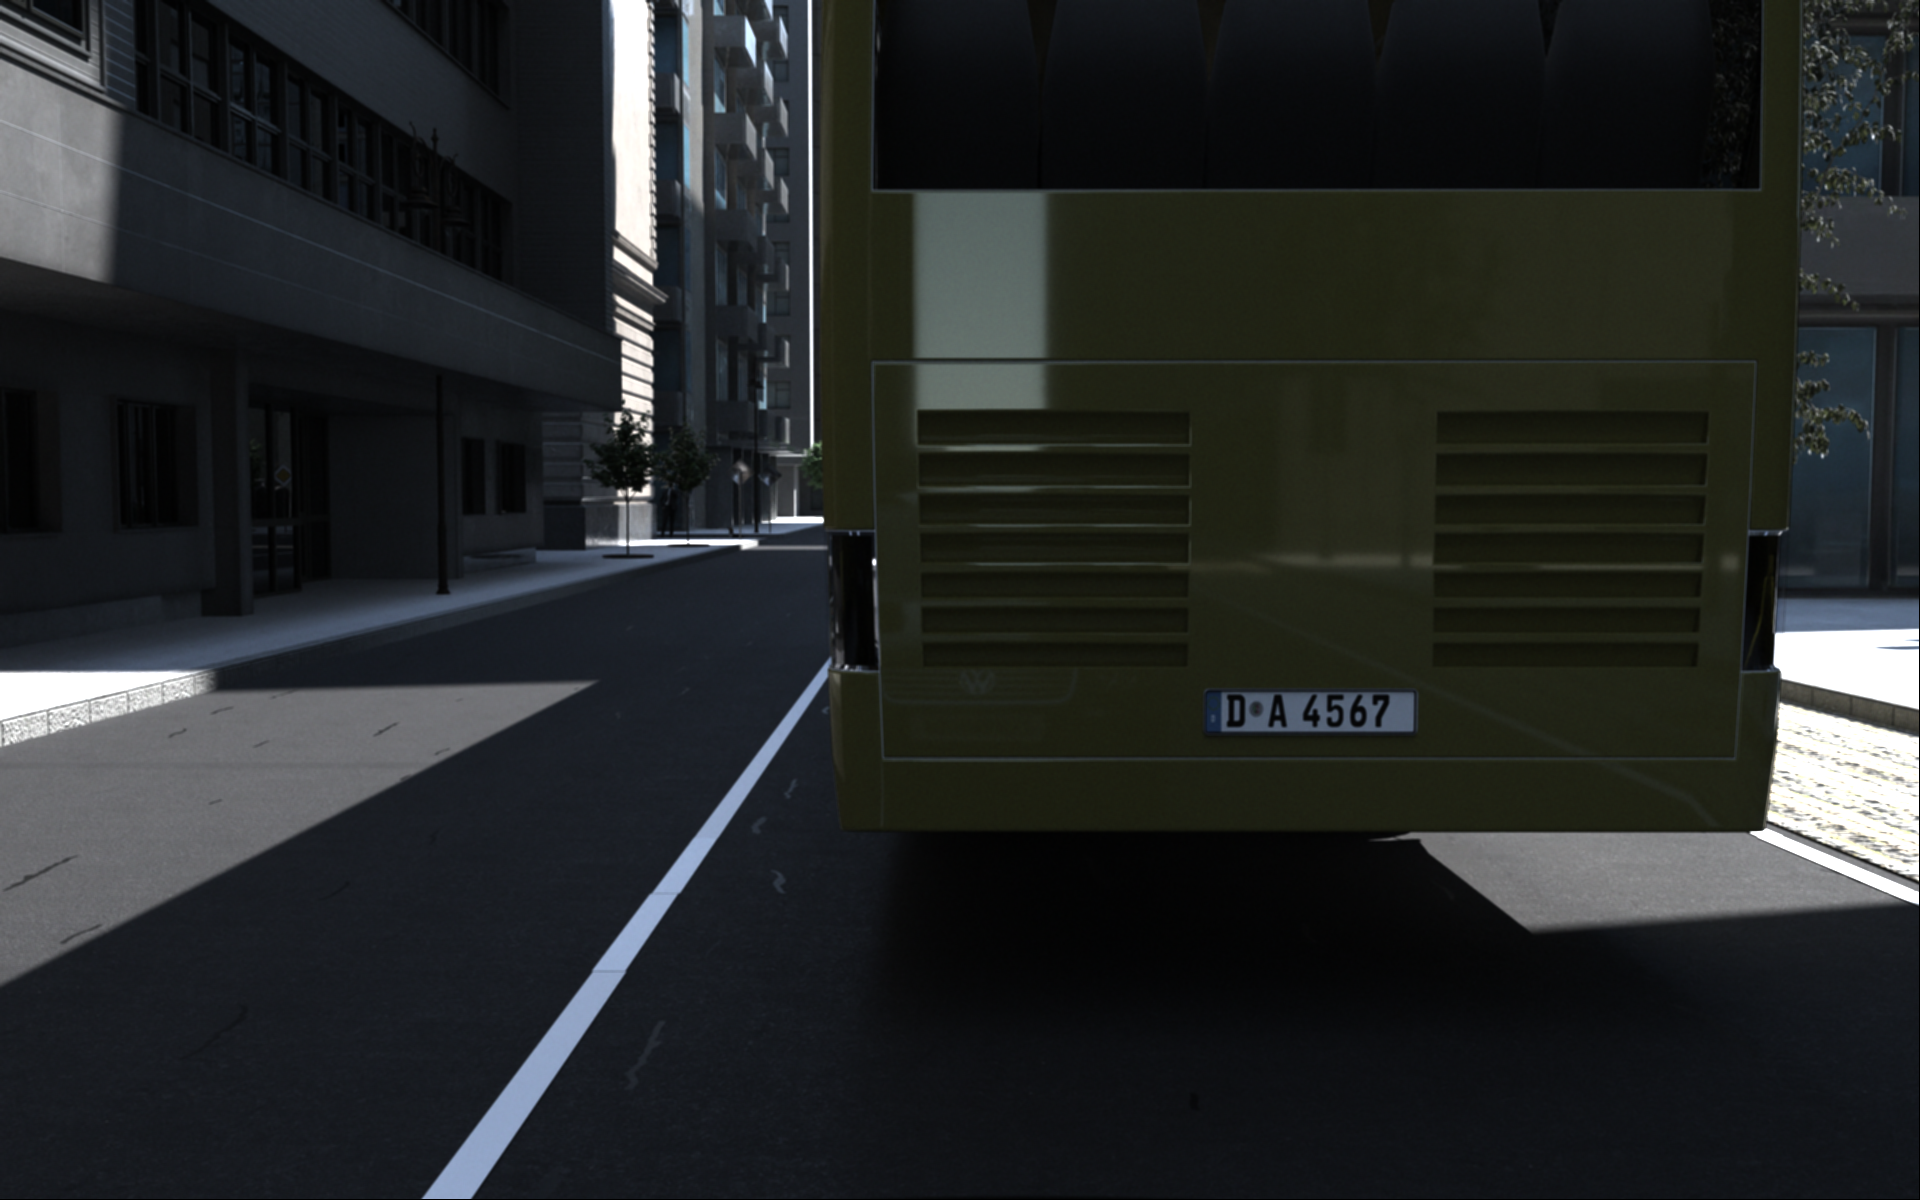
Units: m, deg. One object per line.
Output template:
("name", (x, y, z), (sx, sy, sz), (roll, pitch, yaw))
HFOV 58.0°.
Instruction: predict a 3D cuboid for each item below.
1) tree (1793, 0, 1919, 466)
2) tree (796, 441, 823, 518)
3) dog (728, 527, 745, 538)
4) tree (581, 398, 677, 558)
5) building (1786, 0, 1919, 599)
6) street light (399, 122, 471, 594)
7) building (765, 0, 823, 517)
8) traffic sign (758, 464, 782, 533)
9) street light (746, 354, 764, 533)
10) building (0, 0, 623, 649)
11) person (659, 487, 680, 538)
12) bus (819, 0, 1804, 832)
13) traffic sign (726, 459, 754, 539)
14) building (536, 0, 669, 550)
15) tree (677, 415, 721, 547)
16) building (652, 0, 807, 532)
("tree", (6.884, -3.994, 15.660), (4.360, 8.622, 3.978), (0, 3, 0))
("tree", (-7.113, -6.651, 92.460), (4.285, 4.588, 4.351), (0, 3, 0))
("dog", (-7.073, -2.115, 54.771), (0.748, 0.427, 0.550), (1, 4, 15))
("tree", (-6.762, -2.472, 35.014), (1.663, 3.219, 1.824), (0, 3, 0))
("building", (17.771, -25.264, 32.672), (23.786, 49.044, 30.456), (0, 4, 0))
("street light", (-6.628, -3.012, 22.033), (0.468, 5.910, 1.993), (0, 4, 0))
("building", (-12.373, -25.516, 100.779), (14.154, 41.232, 14.086), (0, 4, 0))
("traffic sign", (-6.243, -3.257, 56.894), (0.795, 2.450, 0.064), (0, 4, 0))
("street light", (-6.734, -5.159, 57.130), (0.468, 5.910, 1.993), (0, 4, 0))
("building", (-13.276, -12.111, 17.084), (14.314, 24.678, 30.058), (0, 4, 0))
("person", (-8.978, -2.798, 53.614), (0.648, 1.900, 0.474), (-1, 4, -15))
("bus", (0.915, -1.158, 10.485), (2.896, 3.916, 12.252), (0, 4, 0))
("traffic sign", (-6.208, -2.769, 48.909), (0.795, 2.450, 0.064), (0, 4, 0))
("building", (-17.790, -13.125, 43.475), (19.941, 23.489, 11.050), (0, 4, 0))
("tree", (-6.802, -2.922, 42.374), (1.663, 3.219, 1.824), (0, 3, 0))
("building", (-18.910, -27.565, 70.298), (23.786, 49.044, 30.456), (0, 4, 0))
